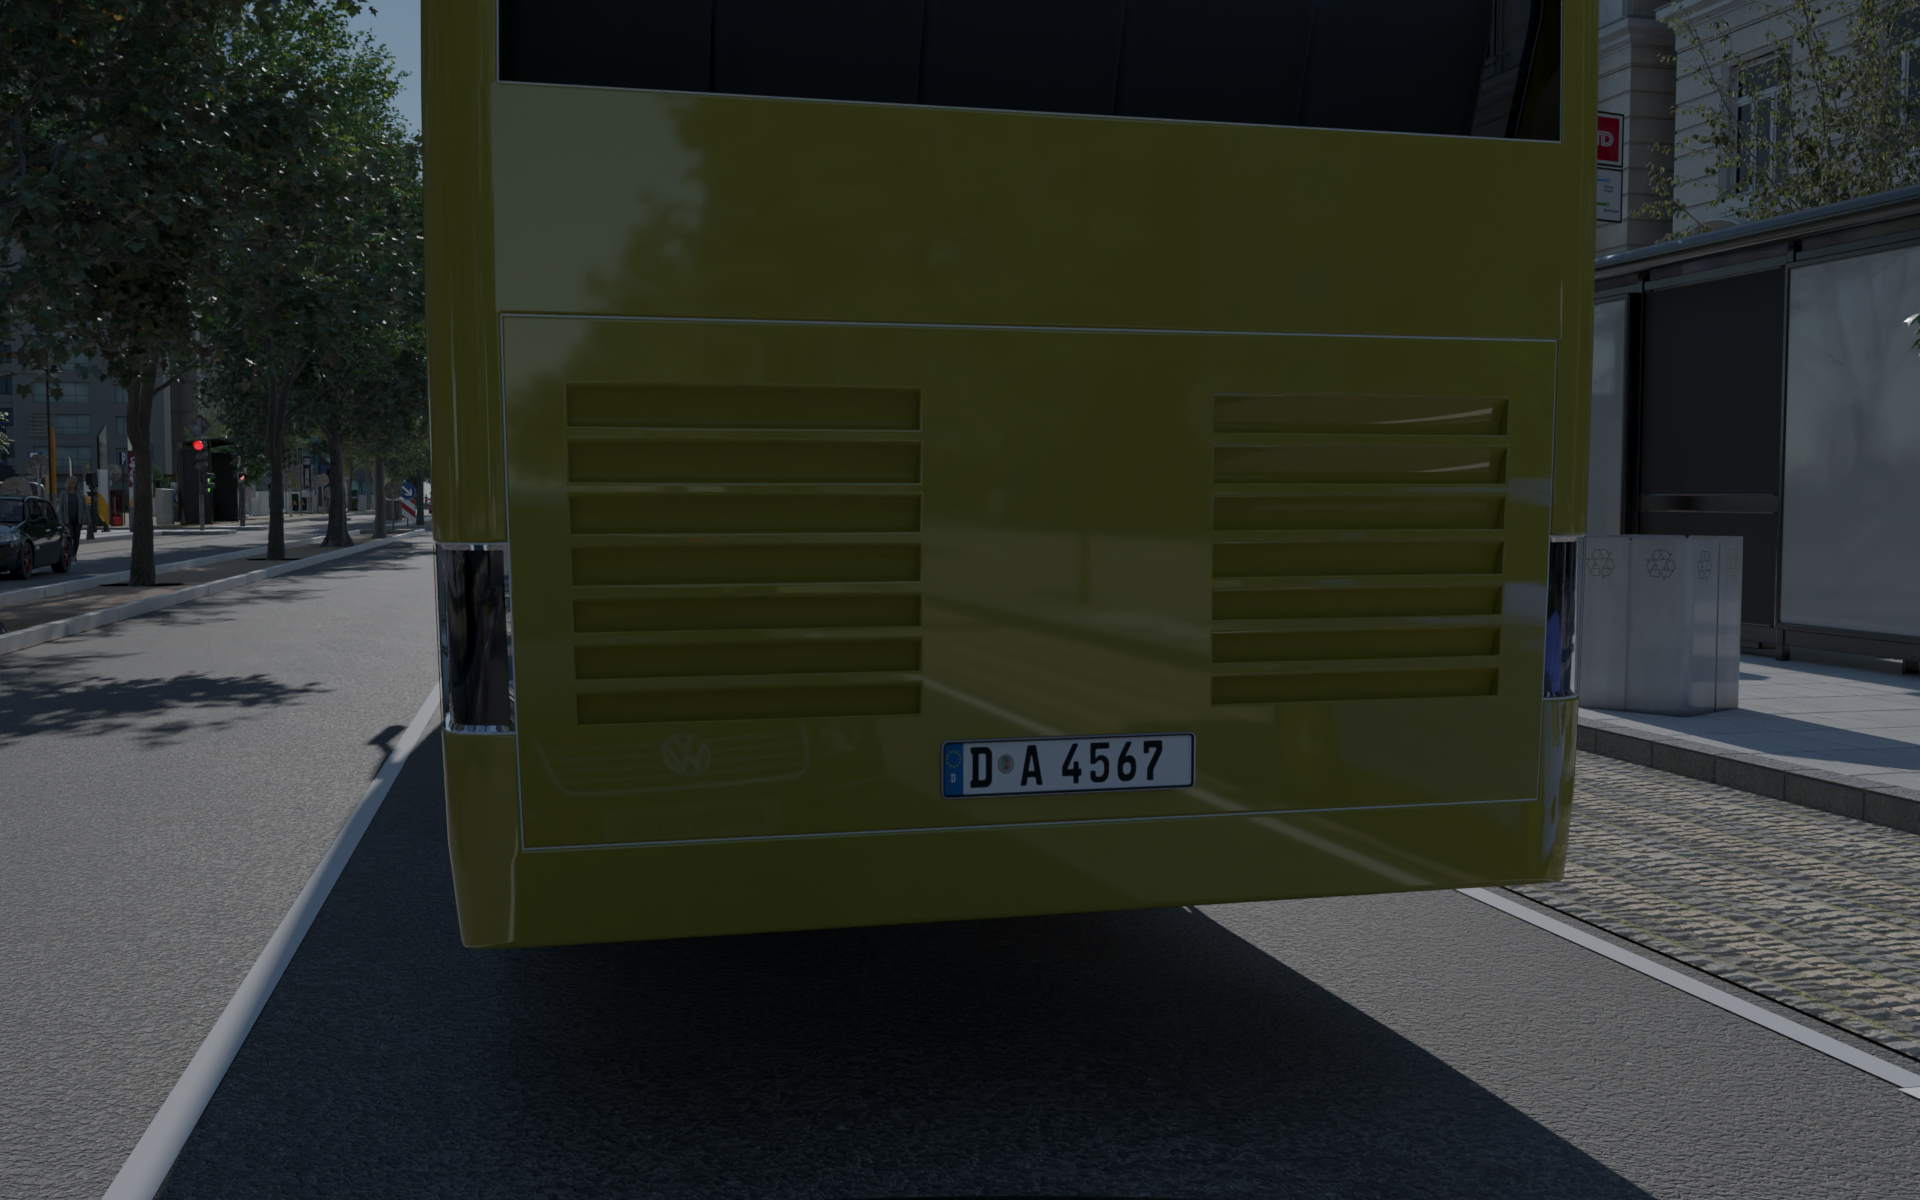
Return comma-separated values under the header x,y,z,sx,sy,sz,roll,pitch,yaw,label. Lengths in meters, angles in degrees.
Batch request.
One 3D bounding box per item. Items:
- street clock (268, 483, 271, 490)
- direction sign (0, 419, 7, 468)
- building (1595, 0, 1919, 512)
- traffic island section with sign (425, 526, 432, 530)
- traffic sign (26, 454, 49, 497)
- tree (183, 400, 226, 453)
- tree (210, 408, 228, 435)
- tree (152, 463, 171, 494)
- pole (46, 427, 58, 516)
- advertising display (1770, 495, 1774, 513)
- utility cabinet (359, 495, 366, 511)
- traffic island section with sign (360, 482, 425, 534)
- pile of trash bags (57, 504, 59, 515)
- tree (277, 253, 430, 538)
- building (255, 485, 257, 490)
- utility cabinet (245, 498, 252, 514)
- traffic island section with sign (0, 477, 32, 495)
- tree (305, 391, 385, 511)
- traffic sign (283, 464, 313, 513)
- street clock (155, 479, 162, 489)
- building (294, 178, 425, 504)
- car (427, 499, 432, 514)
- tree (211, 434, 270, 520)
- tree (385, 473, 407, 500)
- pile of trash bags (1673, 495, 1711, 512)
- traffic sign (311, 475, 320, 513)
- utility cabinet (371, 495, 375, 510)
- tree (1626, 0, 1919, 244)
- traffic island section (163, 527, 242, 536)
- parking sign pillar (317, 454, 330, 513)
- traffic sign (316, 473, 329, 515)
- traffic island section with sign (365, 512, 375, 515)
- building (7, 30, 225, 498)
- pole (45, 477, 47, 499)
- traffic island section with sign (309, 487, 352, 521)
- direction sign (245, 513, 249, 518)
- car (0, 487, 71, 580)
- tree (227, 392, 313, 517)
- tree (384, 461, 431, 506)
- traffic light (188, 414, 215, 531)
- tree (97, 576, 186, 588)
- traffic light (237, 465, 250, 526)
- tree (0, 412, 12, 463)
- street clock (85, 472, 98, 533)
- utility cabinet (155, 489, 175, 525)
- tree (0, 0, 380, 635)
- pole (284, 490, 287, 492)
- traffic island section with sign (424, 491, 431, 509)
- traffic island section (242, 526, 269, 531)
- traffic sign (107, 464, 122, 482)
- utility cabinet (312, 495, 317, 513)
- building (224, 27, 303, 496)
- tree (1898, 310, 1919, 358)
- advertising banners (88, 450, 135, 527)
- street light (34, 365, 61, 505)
x,y,z,sx,sy,sz,roll,pitch,yaw,label
-42.988,-6.343,108.284,0.358,2.002,0.471,3,5,42,street clock
-28.772,-3.652,51.712,0.876,3.537,0.379,1,4,21,direction sign
17.530,-15.901,45.892,13.634,28.700,20.117,-1,4,-13,building
-22.214,-3.772,69.814,2.006,1.907,1.989,-1,4,-13,traffic island section with sign
-29.238,-3.358,55.002,0.768,2.556,0.104,0,4,-6,traffic sign
-53.658,-10.665,124.730,4.737,8.622,4.395,0,3,0,tree
-57.393,-11.403,136.795,4.360,8.622,3.978,0,3,0,tree
-49.224,-6.834,106.330,1.663,3.219,1.824,0,3,0,tree
-27.779,-3.620,53.037,0.158,3.312,0.155,0,3,0,pole
8.283,-0.720,16.994,0.974,1.923,0.123,-2,4,-32,advertising display
-45.790,-7.388,131.963,1.020,1.237,0.306,0,4,6,utility cabinet
-20.557,-3.331,62.593,2.006,1.907,1.989,-1,4,-13,traffic island section with sign
-39.454,-3.930,74.006,3.447,1.369,1.912,-2,4,-25,pile of trash bags
-18.939,-8.281,55.980,7.486,12.596,7.792,0,3,0,tree
-77.124,-44.092,159.159,20.563,71.187,20.611,-1,4,-13,building
-44.987,-6.017,109.534,1.020,1.237,0.306,0,4,-7,utility cabinet
-21.229,-1.843,38.762,1.989,1.847,2.006,-1,4,-13,traffic island section with sign
-44.634,-11.794,127.248,7.601,10.594,8.767,0,4,-5,tree
-44.636,-7.487,116.284,2.265,3.308,0.079,0,4,-8,traffic sign
-39.295,-4.918,84.987,0.358,2.002,0.471,-1,4,-15,street clock
-90.241,-38.122,242.902,30.456,49.044,23.786,-1,4,-13,building
-37.775,-7.182,126.468,2.155,1.783,4.494,-1,4,-13,car
-35.783,-6.247,85.848,4.285,4.588,4.351,0,3,0,tree
-55.198,-13.590,172.558,4.737,8.622,4.395,0,3,0,tree
10.479,-0.997,26.047,1.912,1.369,3.447,0,4,3,pile of trash bags
-42.509,-7.002,114.589,0.768,2.556,0.104,0,4,-3,traffic sign
-47.073,-7.877,139.956,1.020,1.237,0.306,2,4,26,utility cabinet
10.075,-4.238,19.649,4.360,8.622,3.978,0,3,0,tree
-26.680,-2.365,60.944,2.009,0.180,2.903,-1,4,-13,traffic island section
-42.373,-7.805,116.086,1.447,3.967,1.447,2,4,30,parking sign pillar
-39.426,-6.546,107.134,0.768,2.556,0.104,0,4,-8,traffic sign
-39.758,-6.753,119.041,1.989,1.847,2.006,-1,4,-13,traffic island section with sign
-69.148,-28.114,143.262,14.154,41.232,14.086,-1,4,-13,building
-60.990,-7.457,115.767,0.158,3.312,0.155,0,3,0,pole
-33.706,-5.146,92.772,1.989,1.847,2.006,-1,4,-13,traffic island section with sign
-38.286,-6.155,92.624,0.379,3.537,0.876,1,4,20,direction sign
-16.738,-1.235,29.979,2.009,1.686,4.222,-1,4,-14,car
-37.853,-8.978,97.147,4.737,8.622,4.395,0,3,0,tree
-58.303,-17.122,186.605,9.857,13.997,8.962,0,3,0,tree
-26.638,-4.397,60.819,0.839,4.253,0.868,-1,4,-13,traffic light
-12.539,-6.006,26.414,9.928,11.665,9.643,0,3,0,tree
-26.416,-5.776,69.101,4.771,5.953,1.251,-1,4,-13,traffic light
-25.497,-3.617,42.849,4.285,4.588,4.351,0,3,0,tree
-28.834,-3.240,57.552,0.358,2.002,0.471,0,4,-5,street clock
-32.766,-3.836,71.405,0.318,1.500,1.173,0,4,-4,utility cabinet
-9.926,-5.958,16.873,9.611,12.733,9.660,0,3,0,tree
-53.464,-8.771,137.244,0.158,3.312,0.155,0,3,0,pole
-51.211,-9.785,168.617,1.989,1.847,2.006,-1,4,-13,traffic island section with sign
-28.476,-2.841,68.725,2.009,0.180,2.903,-1,4,-13,traffic island section
-35.535,-4.433,72.593,0.768,2.556,0.104,-1,4,-11,traffic sign
-43.986,-6.561,118.430,0.306,1.237,1.020,0,4,-2,utility cabinet
-88.097,-53.200,182.485,31.000,86.520,22.319,-1,4,-13,building
5.059,-0.817,7.957,1.663,3.219,1.824,0,3,0,tree
-33.557,-4.440,68.783,0.090,3.025,2.074,3,5,40,advertising banners
-26.178,-4.709,49.773,0.468,5.910,1.993,-1,4,-13,street light
